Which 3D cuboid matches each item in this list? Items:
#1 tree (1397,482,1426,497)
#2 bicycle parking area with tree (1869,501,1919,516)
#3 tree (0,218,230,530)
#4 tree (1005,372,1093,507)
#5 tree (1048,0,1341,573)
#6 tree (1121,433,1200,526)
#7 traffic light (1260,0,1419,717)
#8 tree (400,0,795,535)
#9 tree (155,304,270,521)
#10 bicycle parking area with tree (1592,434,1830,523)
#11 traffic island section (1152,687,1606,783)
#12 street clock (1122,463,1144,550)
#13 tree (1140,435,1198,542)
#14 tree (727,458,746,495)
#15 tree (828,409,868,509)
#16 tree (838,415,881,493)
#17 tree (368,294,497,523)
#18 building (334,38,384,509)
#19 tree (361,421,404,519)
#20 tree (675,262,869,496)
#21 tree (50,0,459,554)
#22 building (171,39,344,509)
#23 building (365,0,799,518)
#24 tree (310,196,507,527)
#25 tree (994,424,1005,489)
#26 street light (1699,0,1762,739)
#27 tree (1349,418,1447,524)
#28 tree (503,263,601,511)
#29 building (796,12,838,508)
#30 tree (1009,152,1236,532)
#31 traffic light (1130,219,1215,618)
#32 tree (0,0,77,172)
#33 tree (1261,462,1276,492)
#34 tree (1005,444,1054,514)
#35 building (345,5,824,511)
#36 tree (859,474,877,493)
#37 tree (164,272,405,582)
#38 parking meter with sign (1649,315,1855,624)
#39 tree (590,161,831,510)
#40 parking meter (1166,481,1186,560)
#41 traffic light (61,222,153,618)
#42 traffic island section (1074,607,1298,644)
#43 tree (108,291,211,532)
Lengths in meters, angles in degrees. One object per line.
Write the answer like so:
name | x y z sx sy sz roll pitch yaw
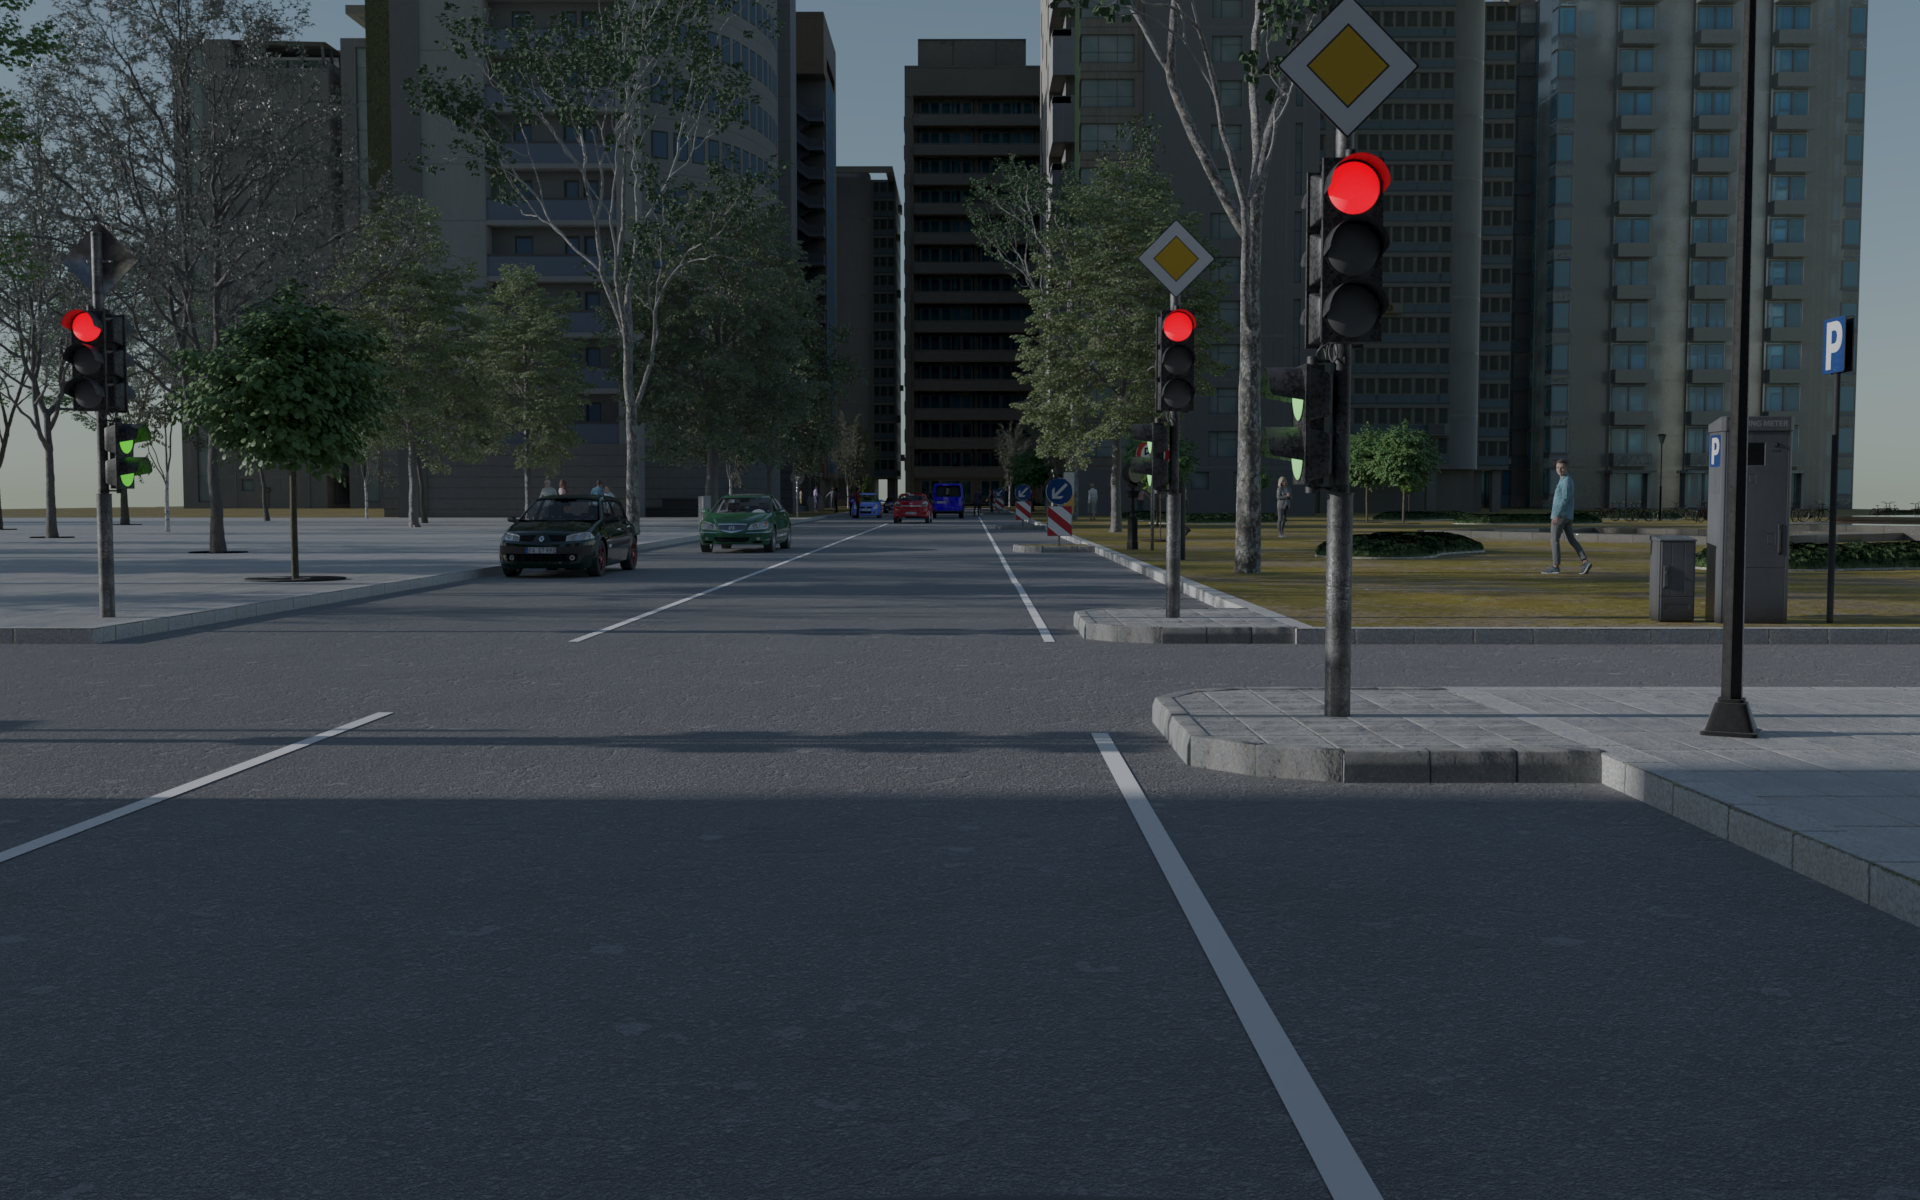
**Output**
tree | 23.914 -5.967 92.167 1.663 3.219 1.824 0 3 0
bicycle parking area with tree | 47.715 -5.702 80.235 9.016 4.147 8.231 -1 4 -21
tree | -34.405 -8.903 71.325 9.928 11.665 9.643 0 3 0
tree | 5.490 -8.949 96.674 4.360 8.622 3.978 0 3 0
tree | 3.482 -10.554 28.451 12.611 20.169 13.585 0 3 0
tree | 7.806 -5.223 69.104 4.285 4.588 4.351 0 3 0
traffic light | 2.167 -1.284 9.919 0.839 4.253 0.868 0 4 0
tree | -11.170 -12.045 52.826 12.611 20.169 13.585 0 3 0
tree | -33.236 -9.037 82.165 7.601 10.594 8.767 2 4 25
bicycle parking area with tree | 34.909 -5.717 80.477 9.016 4.147 8.231 -1 4 -17
traffic island section | 2.207 0.749 10.033 2.009 0.180 2.903 0 4 0
street clock | 3.980 -2.161 39.903 0.471 2.002 0.358 -2 4 -35
tree | 5.311 -3.180 46.602 1.663 3.219 1.824 0 3 0
tree | -11.822 -8.596 90.899 4.360 8.622 3.978 0 3 0
tree | -9.736 -12.192 149.696 4.360 8.622 3.978 0 3 0
tree | -9.073 -12.709 158.161 4.737 8.622 4.395 0 3 0
tree | -23.865 -8.661 76.020 7.601 10.594 8.767 1 4 18
building | -47.278 -29.094 159.287 14.086 41.232 14.154 0 4 0
tree | -30.998 -8.574 90.549 4.360 8.622 3.978 0 3 0
tree | -9.185 -10.179 83.430 9.611 12.733 9.660 0 3 0
tree | -16.234 -7.752 37.110 12.009 13.543 11.850 0 3 0
building | -62.210 -29.116 159.642 14.086 41.232 14.154 0 4 0
building | -21.909 -34.514 106.307 21.231 58.520 28.212 0 4 0
tree | -21.486 -9.070 66.423 7.486 12.596 7.792 0 3 0
tree | 5.078 -13.484 170.824 4.360 8.622 3.978 0 3 0
street light | 3.580 -2.235 9.090 1.470 5.913 1.316 0 4 0
tree | 19.079 -5.532 74.160 4.285 4.588 4.351 0 3 0
tree | -21.652 -10.263 85.925 7.486 12.596 7.792 0 3 0
building | -18.976 -31.165 159.659 14.200 45.320 14.600 0 4 0
tree | 5.675 -8.553 57.976 7.486 12.596 7.792 0 3 0
traffic light | 2.196 -1.773 17.904 0.839 4.253 0.868 0 4 0
tree | -16.699 -6.033 24.400 9.928 11.665 9.643 0 3 0
tree | 15.589 -5.916 91.334 1.663 3.219 1.824 0 3 0
tree | 4.592 -7.986 114.285 4.285 4.588 4.351 0 3 0
building | -27.290 -27.053 134.204 32.217 40.220 23.993 0 4 0
tree | -9.043 -10.625 168.322 1.663 3.219 1.824 0 3 0
tree | -9.848 -2.571 25.754 4.285 4.588 4.351 0 3 0
parking meter with sign | 7.848 -1.284 17.260 1.738 3.016 0.543 0 4 6
tree | -9.796 -9.888 68.319 9.857 13.997 8.962 0 3 0
parking meter | 4.206 -1.548 33.728 0.372 1.533 0.369 0 3 0
traffic light | -8.865 -1.774 17.928 0.839 4.253 0.868 0 4 0
traffic island section | 2.236 0.261 18.018 2.009 0.180 2.903 0 4 0
tree | -27.111 -6.616 58.537 4.360 8.622 3.978 0 3 0
